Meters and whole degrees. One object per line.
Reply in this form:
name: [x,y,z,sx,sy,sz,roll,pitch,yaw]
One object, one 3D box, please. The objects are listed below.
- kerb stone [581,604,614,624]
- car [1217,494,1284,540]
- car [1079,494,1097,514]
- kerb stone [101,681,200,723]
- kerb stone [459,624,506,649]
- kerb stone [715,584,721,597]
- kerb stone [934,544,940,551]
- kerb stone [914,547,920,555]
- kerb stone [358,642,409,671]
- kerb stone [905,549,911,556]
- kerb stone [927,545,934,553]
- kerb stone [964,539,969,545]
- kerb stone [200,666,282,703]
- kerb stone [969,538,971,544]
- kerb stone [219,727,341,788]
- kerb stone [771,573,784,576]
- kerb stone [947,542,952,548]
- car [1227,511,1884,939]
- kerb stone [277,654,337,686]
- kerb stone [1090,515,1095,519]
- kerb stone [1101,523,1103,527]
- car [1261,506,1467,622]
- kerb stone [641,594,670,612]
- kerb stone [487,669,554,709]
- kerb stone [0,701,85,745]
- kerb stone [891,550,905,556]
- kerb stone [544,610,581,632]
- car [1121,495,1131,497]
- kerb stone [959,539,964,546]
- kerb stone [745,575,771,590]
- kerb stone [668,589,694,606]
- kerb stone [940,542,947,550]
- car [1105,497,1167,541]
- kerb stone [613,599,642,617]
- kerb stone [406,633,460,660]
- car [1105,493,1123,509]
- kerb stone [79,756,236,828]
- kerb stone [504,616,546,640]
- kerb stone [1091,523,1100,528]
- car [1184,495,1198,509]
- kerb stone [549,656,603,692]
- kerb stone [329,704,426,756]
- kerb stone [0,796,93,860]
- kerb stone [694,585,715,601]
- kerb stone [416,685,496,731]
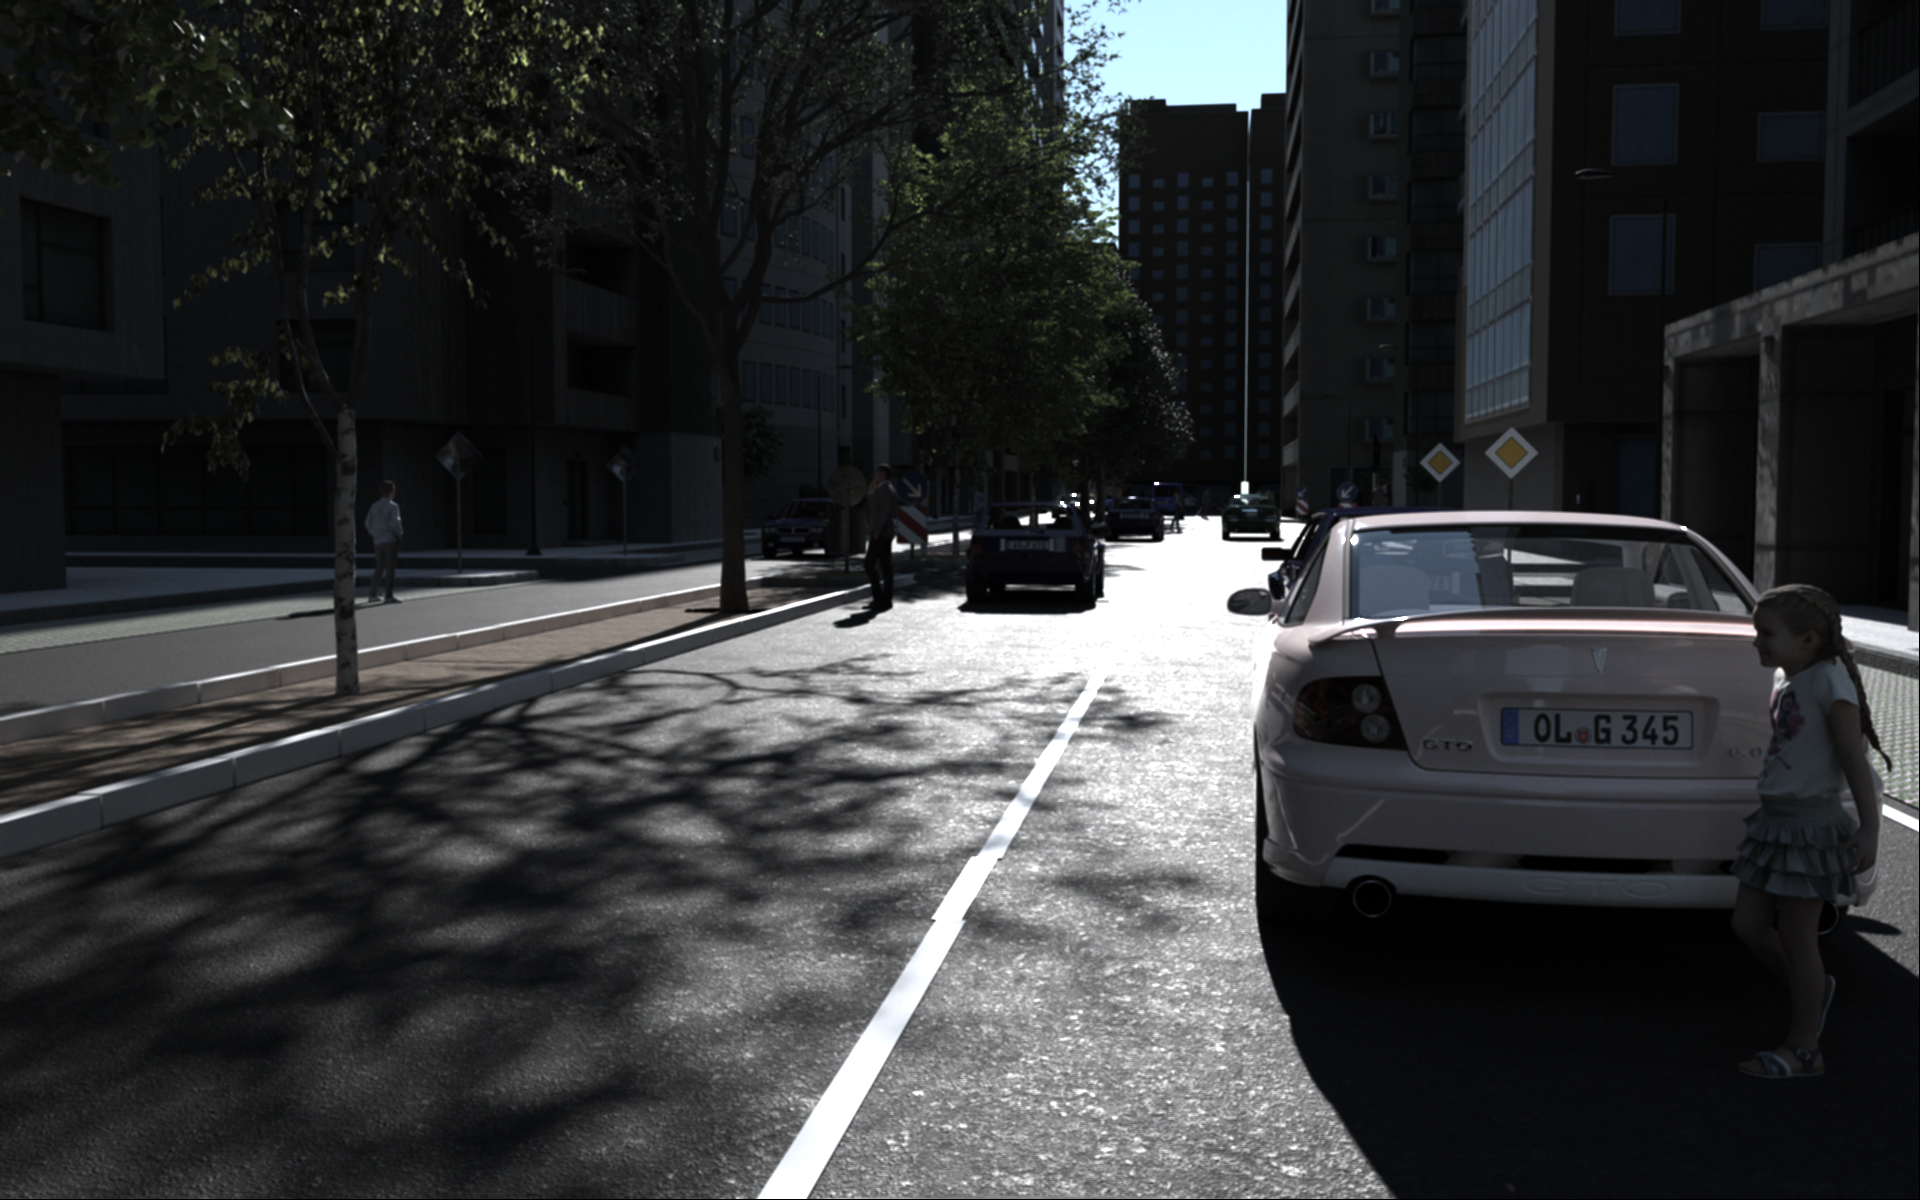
kerb stone: [-4.126,0.173,19.370,0.120,0.150,1.000,1,4,8]
car: [9.378,-2.697,55.900,2.131,1.459,4.920,1,4,9]
car: [9.305,-7.199,127.932,2.015,1.641,3.980,1,4,10]
kerb stone: [-5.306,0.669,11.264,0.120,0.150,1.000,1,4,8]
kerb stone: [-4.569,0.364,16.335,0.120,0.150,1.000,1,4,8]
kerb stone: [-3.397,-0.135,24.444,0.120,0.150,1.000,1,4,8]
kerb stone: [-0.686,-1.285,43.241,0.120,0.150,1.000,1,4,8]
kerb stone: [-1.121,-1.101,40.197,0.120,0.150,1.000,1,4,8]
kerb stone: [-4.860,0.482,14.311,0.120,0.150,1.000,1,4,8]
kerb stone: [-1.277,-1.038,39.187,0.120,0.150,1.000,1,4,8]
kerb stone: [-0.832,-1.225,42.225,0.120,0.150,1.000,1,4,8]
kerb stone: [0.050,-1.598,48.328,0.120,0.150,1.000,1,4,8]
kerb stone: [-5.146,0.612,12.281,0.120,0.150,1.000,1,4,8]
kerb stone: [0.196,-1.657,49.340,0.120,0.150,1.000,1,4,8]
kerb stone: [-3.515,0.812,8.944,0.120,0.150,1.000,1,4,8]
kerb stone: [-2.959,-0.324,27.490,0.120,0.150,1.000,1,4,8]
kerb stone: [-0.397,-1.411,45.265,0.120,0.150,1.000,1,4,8]
car: [2.134,0.324,7.066,2.083,1.381,4.827,1,4,9]
kerb stone: [-5.000,0.545,13.292,0.120,0.150,1.000,1,4,8]
kerb stone: [7.954,-4.949,103.125,0.120,0.150,1.000,1,4,8]
kerb stone: [5.931,-3.194,74.418,0.120,0.150,1.000,1,4,8]
car: [3.575,-0.132,14.733,1.945,1.354,3.894,0,4,7]
kerb stone: [-3.834,0.048,21.406,0.120,0.150,1.000,1,4,8]
kerb stone: [-3.077,0.624,11.991,0.120,0.150,1.000,1,4,8]
kerb stone: [-5.442,0.732,10.252,0.120,0.150,1.000,1,4,8]
kerb stone: [-1.419,-0.977,38.172,0.120,0.150,1.000,1,4,8]
kerb stone: [-4.277,0.235,18.357,0.120,0.150,1.000,1,4,8]
car: [16.627,-9.933,174.981,1.945,1.354,3.894,0,4,7]
kerb stone: [-0.099,-1.536,47.306,0.120,0.150,1.000,1,4,8]
kerb stone: [-3.105,-0.260,26.475,0.120,0.150,1.000,1,4,8]
kerb stone: [-3.688,-0.014,22.417,0.120,0.150,1.000,1,4,8]
kerb stone: [-0.537,-1.347,44.253,0.120,0.150,1.000,1,4,8]
car: [5.519,-2.566,54.530,1.945,1.354,3.894,1,4,9]
kerb stone: [-3.989,0.111,20.386,0.120,0.150,1.000,1,4,8]
kerb stone: [-4.720,0.420,15.323,0.120,0.150,1.000,1,4,8]
car: [14.833,-9.631,167.056,1.945,1.707,3.694,1,4,9]
kerb stone: [-3.663,0.874,7.928,0.120,0.150,1.000,1,4,8]
kerb stone: [-4.421,0.297,17.346,0.120,0.150,1.000,1,4,8]
kerb stone: [5.638,-3.069,72.381,0.120,0.150,1.000,1,4,8]
car: [21.297,-9.213,162.992,2.083,1.381,4.827,1,4,10]
kerb stone: [-2.927,0.563,13.001,0.120,0.150,1.000,1,4,8]
kerb stone: [-3.364,0.749,9.954,0.120,0.150,1.000,1,4,8]
kerb stone: [-3.803,0.942,6.916,0.120,0.150,1.000,1,4,8]
kerb stone: [-3.544,-0.075,23.429,0.120,0.150,1.000,1,4,8]
kerb stone: [-3.218,0.686,10.974,0.120,0.150,1.000,1,4,8]
